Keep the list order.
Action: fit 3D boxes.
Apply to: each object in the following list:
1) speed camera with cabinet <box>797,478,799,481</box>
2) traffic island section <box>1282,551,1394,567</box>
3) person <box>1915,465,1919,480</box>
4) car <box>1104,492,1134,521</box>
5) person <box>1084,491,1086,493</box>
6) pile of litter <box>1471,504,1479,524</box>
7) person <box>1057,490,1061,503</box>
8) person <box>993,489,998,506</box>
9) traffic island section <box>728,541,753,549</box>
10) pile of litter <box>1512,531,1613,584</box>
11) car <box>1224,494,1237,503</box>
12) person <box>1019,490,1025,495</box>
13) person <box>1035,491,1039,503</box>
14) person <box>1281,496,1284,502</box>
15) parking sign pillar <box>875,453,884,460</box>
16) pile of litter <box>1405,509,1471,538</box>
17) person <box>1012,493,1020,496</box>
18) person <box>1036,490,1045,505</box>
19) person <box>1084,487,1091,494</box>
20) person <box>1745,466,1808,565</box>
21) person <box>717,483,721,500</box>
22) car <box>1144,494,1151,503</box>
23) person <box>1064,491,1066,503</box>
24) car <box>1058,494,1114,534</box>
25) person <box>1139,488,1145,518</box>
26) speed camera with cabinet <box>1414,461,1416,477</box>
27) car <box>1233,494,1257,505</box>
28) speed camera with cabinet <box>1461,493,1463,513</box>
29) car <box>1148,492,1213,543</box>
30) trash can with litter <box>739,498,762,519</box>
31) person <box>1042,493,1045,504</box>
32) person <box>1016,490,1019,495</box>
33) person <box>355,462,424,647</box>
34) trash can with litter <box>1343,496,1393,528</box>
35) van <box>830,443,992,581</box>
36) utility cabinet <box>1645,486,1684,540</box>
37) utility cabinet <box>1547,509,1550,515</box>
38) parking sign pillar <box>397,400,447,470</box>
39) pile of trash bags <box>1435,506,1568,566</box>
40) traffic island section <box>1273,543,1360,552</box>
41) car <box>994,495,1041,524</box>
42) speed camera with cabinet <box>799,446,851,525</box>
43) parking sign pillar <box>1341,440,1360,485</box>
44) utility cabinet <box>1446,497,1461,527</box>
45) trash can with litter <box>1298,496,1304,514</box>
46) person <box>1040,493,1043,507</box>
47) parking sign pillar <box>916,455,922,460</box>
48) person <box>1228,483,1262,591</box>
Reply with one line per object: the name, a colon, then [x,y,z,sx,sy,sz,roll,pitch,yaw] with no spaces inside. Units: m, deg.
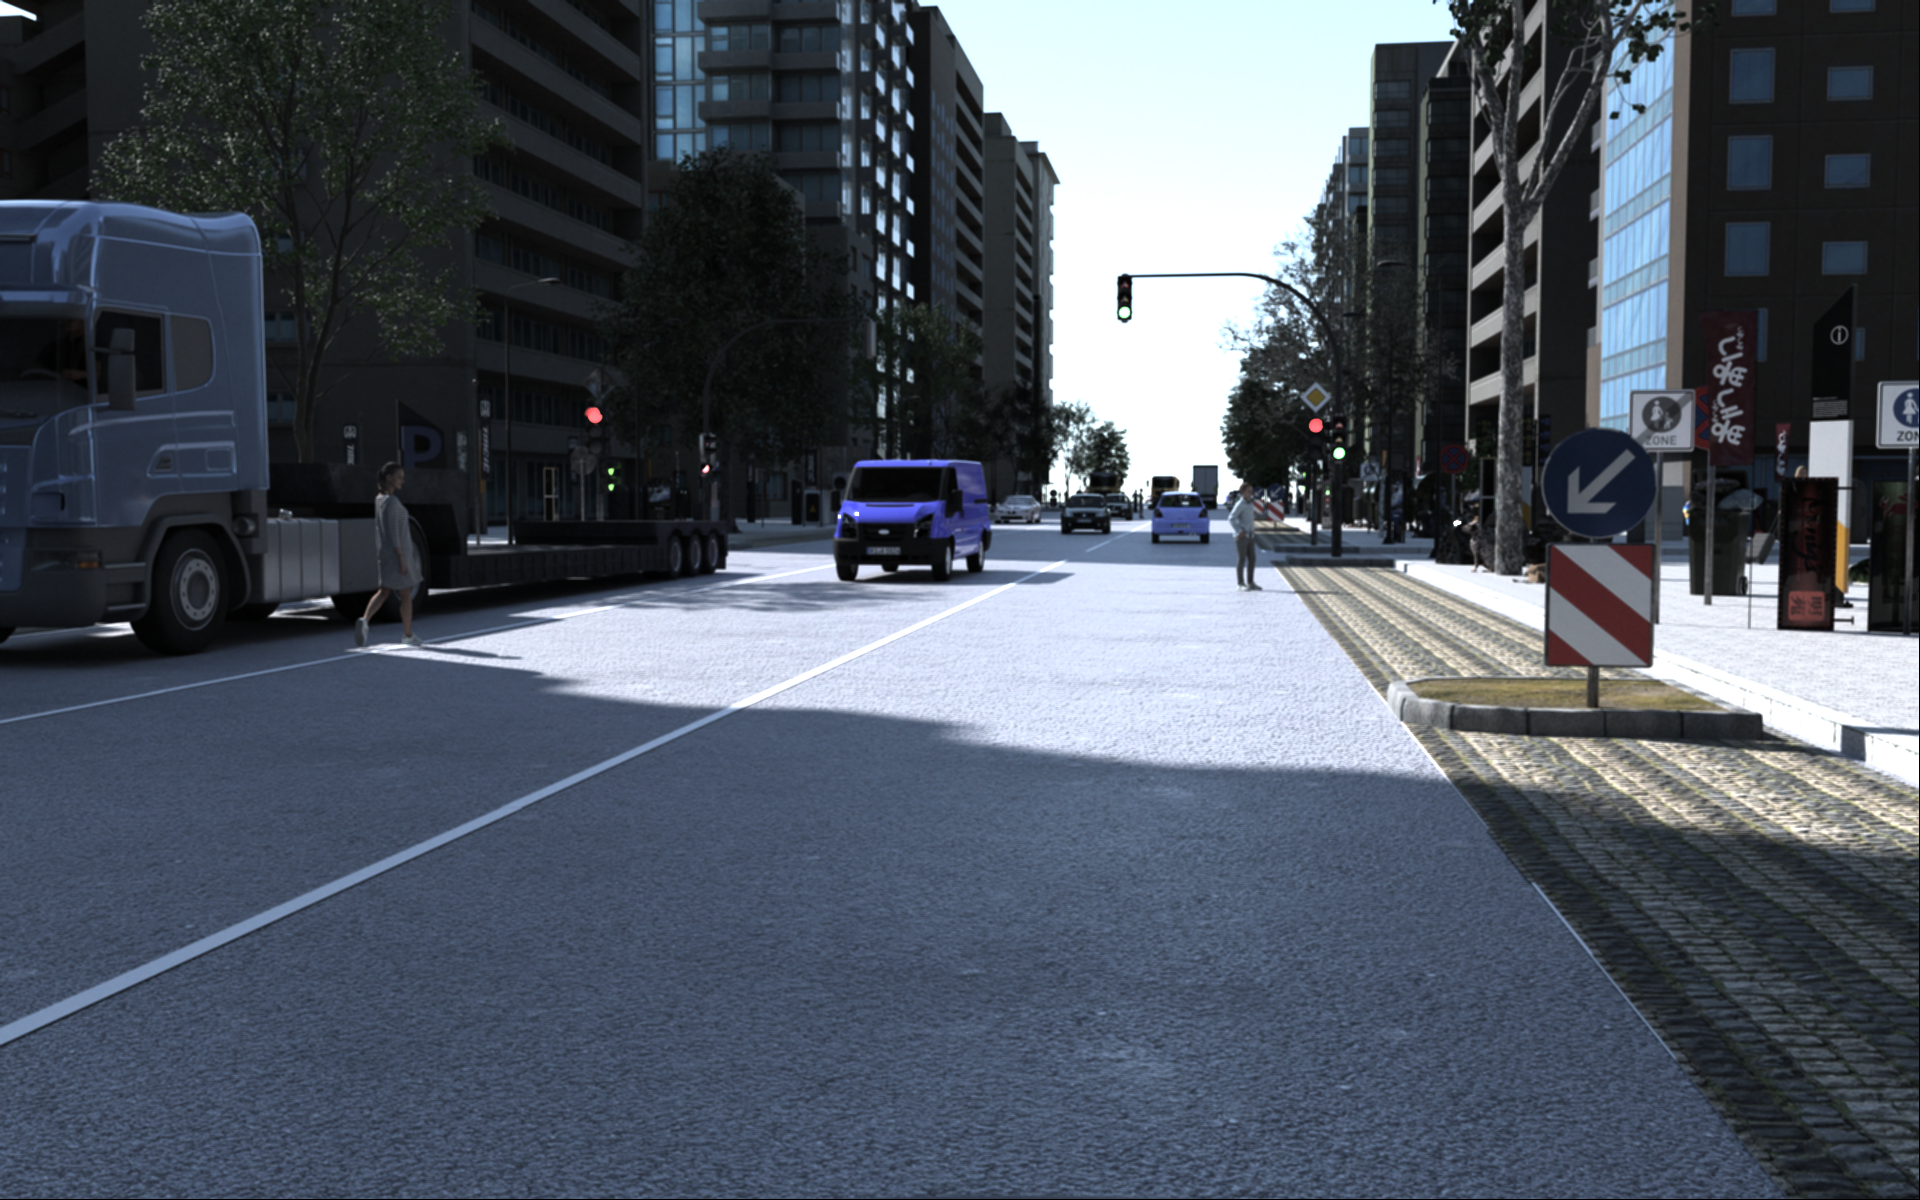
speed camera with cabinet: [-6.051,-4.926,74.871,2.038,3.252,0.660,2,4,26]
traffic island section: [7.725,-0.808,35.492,2.009,0.180,2.903,1,4,8]
person: [17.830,-1.618,32.342,0.661,1.843,0.795,-2,4,-29]
car: [8.538,-5.204,94.866,2.009,1.686,4.222,1,4,8]
person: [17.307,-14.279,240.416,0.530,1.710,0.541,0,4,2]
pile of litter: [22.311,-3.748,75.246,1.176,0.858,1.719,-2,4,-28]
person: [14.571,-15.139,253.572,0.705,1.823,1.348,-1,4,-16]
person: [3.724,-11.100,187.462,0.705,1.831,1.348,-2,4,-23]
traffic island section: [-6.684,-1.431,45.683,2.009,0.180,2.903,1,4,8]
pile of litter: [8.820,-0.696,25.339,1.719,0.858,1.176,-1,4,-14]
car: [40.703,-15.333,260.284,1.945,1.707,3.694,0,4,7]
person: [7.456,-12.515,210.667,1.348,1.823,0.705,-2,4,-30]
person: [9.934,-13.253,222.593,0.709,1.838,0.599,0,4,0]
person: [22.655,-6.990,121.272,0.756,1.711,0.436,-1,4,-11]
parking sign pillar: [-4.937,-7.612,112.920,1.447,3.967,1.447,3,5,41]
pile of litter: [13.811,-2.240,50.587,1.176,0.858,1.719,-1,4,-21]
person: [6.910,-12.652,212.923,1.348,1.821,0.705,-2,4,-34]
person: [8.421,-10.717,181.949,1.217,1.739,0.721,0,4,-1]
person: [6.831,-5.185,93.243,0.622,1.834,0.822,2,4,28]
person: [15.120,-1.568,31.900,1.509,1.804,0.699,-1,4,-15]
person: [-11.094,-4.397,78.157,0.699,1.804,1.509,1,4,18]
car: [30.109,-15.928,272.790,2.083,1.381,4.827,1,4,10]
person: [15.802,-15.554,260.796,0.568,1.767,0.683,0,4,5]
car: [4.643,-3.288,63.553,2.009,1.686,4.222,0,4,6]
person: [10.724,-5.709,102.181,0.374,1.781,0.599,0,4,3]
speed camera with cabinet: [26.808,-6.693,103.762,2.038,3.252,0.660,-2,4,-25]
car: [21.348,-7.366,129.225,1.959,1.807,4.718,1,4,9]
speed camera with cabinet: [23.418,-5.455,83.523,2.038,3.252,0.660,1,4,10]
car: [6.564,-2.572,51.637,1.945,1.707,3.694,0,4,6]
trash can with litter: [-10.886,-4.919,91.488,1.678,1.210,2.233,1,4,15]
person: [11.059,-13.301,226.768,1.065,1.426,0.557,-1,4,-18]
person: [6.744,-12.147,204.730,0.705,1.814,1.350,-2,4,-29]
person: [-5.335,-0.427,16.229,0.466,1.731,0.760,1,4,22]
trash can with litter: [16.475,-3.542,68.966,2.233,1.210,1.678,-1,4,-20]
van: [-0.786,-1.589,30.361,2.240,2.365,5.245,1,4,10]
utility cabinet: [19.209,-2.378,47.563,1.173,1.500,0.318,0,4,7]
utility cabinet: [19.504,-2.740,55.953,1.020,1.237,0.306,0,4,2]
parking sign pillar: [-15.428,-3.746,49.713,1.447,3.967,1.447,-2,4,-30]
pile of trash bags: [10.599,-1.345,31.747,3.447,1.369,1.912,-1,4,-18]
traffic island section: [8.889,-1.291,43.392,2.009,0.180,2.903,1,4,8]
car: [2.870,-4.466,85.374,2.083,1.381,4.827,1,4,10]
speed camera with cabinet: [-5.510,-4.755,72.077,2.038,3.252,0.660,1,4,20]
parking sign pillar: [19.310,-6.002,86.608,1.447,3.967,1.447,1,4,11]
utility cabinet: [17.084,-3.010,60.370,0.306,1.237,1.020,3,5,44]
trash can with litter: [22.324,-6.223,113.128,0.624,1.170,1.055,0,4,2]
person: [8.220,-10.091,174.295,0.557,1.426,1.065,1,4,8]
parking sign pillar: [-3.162,-7.977,118.889,1.447,3.967,1.447,2,4,35]
person: [4.236,-0.943,25.725,0.589,1.601,0.330,-3,4,-38]
